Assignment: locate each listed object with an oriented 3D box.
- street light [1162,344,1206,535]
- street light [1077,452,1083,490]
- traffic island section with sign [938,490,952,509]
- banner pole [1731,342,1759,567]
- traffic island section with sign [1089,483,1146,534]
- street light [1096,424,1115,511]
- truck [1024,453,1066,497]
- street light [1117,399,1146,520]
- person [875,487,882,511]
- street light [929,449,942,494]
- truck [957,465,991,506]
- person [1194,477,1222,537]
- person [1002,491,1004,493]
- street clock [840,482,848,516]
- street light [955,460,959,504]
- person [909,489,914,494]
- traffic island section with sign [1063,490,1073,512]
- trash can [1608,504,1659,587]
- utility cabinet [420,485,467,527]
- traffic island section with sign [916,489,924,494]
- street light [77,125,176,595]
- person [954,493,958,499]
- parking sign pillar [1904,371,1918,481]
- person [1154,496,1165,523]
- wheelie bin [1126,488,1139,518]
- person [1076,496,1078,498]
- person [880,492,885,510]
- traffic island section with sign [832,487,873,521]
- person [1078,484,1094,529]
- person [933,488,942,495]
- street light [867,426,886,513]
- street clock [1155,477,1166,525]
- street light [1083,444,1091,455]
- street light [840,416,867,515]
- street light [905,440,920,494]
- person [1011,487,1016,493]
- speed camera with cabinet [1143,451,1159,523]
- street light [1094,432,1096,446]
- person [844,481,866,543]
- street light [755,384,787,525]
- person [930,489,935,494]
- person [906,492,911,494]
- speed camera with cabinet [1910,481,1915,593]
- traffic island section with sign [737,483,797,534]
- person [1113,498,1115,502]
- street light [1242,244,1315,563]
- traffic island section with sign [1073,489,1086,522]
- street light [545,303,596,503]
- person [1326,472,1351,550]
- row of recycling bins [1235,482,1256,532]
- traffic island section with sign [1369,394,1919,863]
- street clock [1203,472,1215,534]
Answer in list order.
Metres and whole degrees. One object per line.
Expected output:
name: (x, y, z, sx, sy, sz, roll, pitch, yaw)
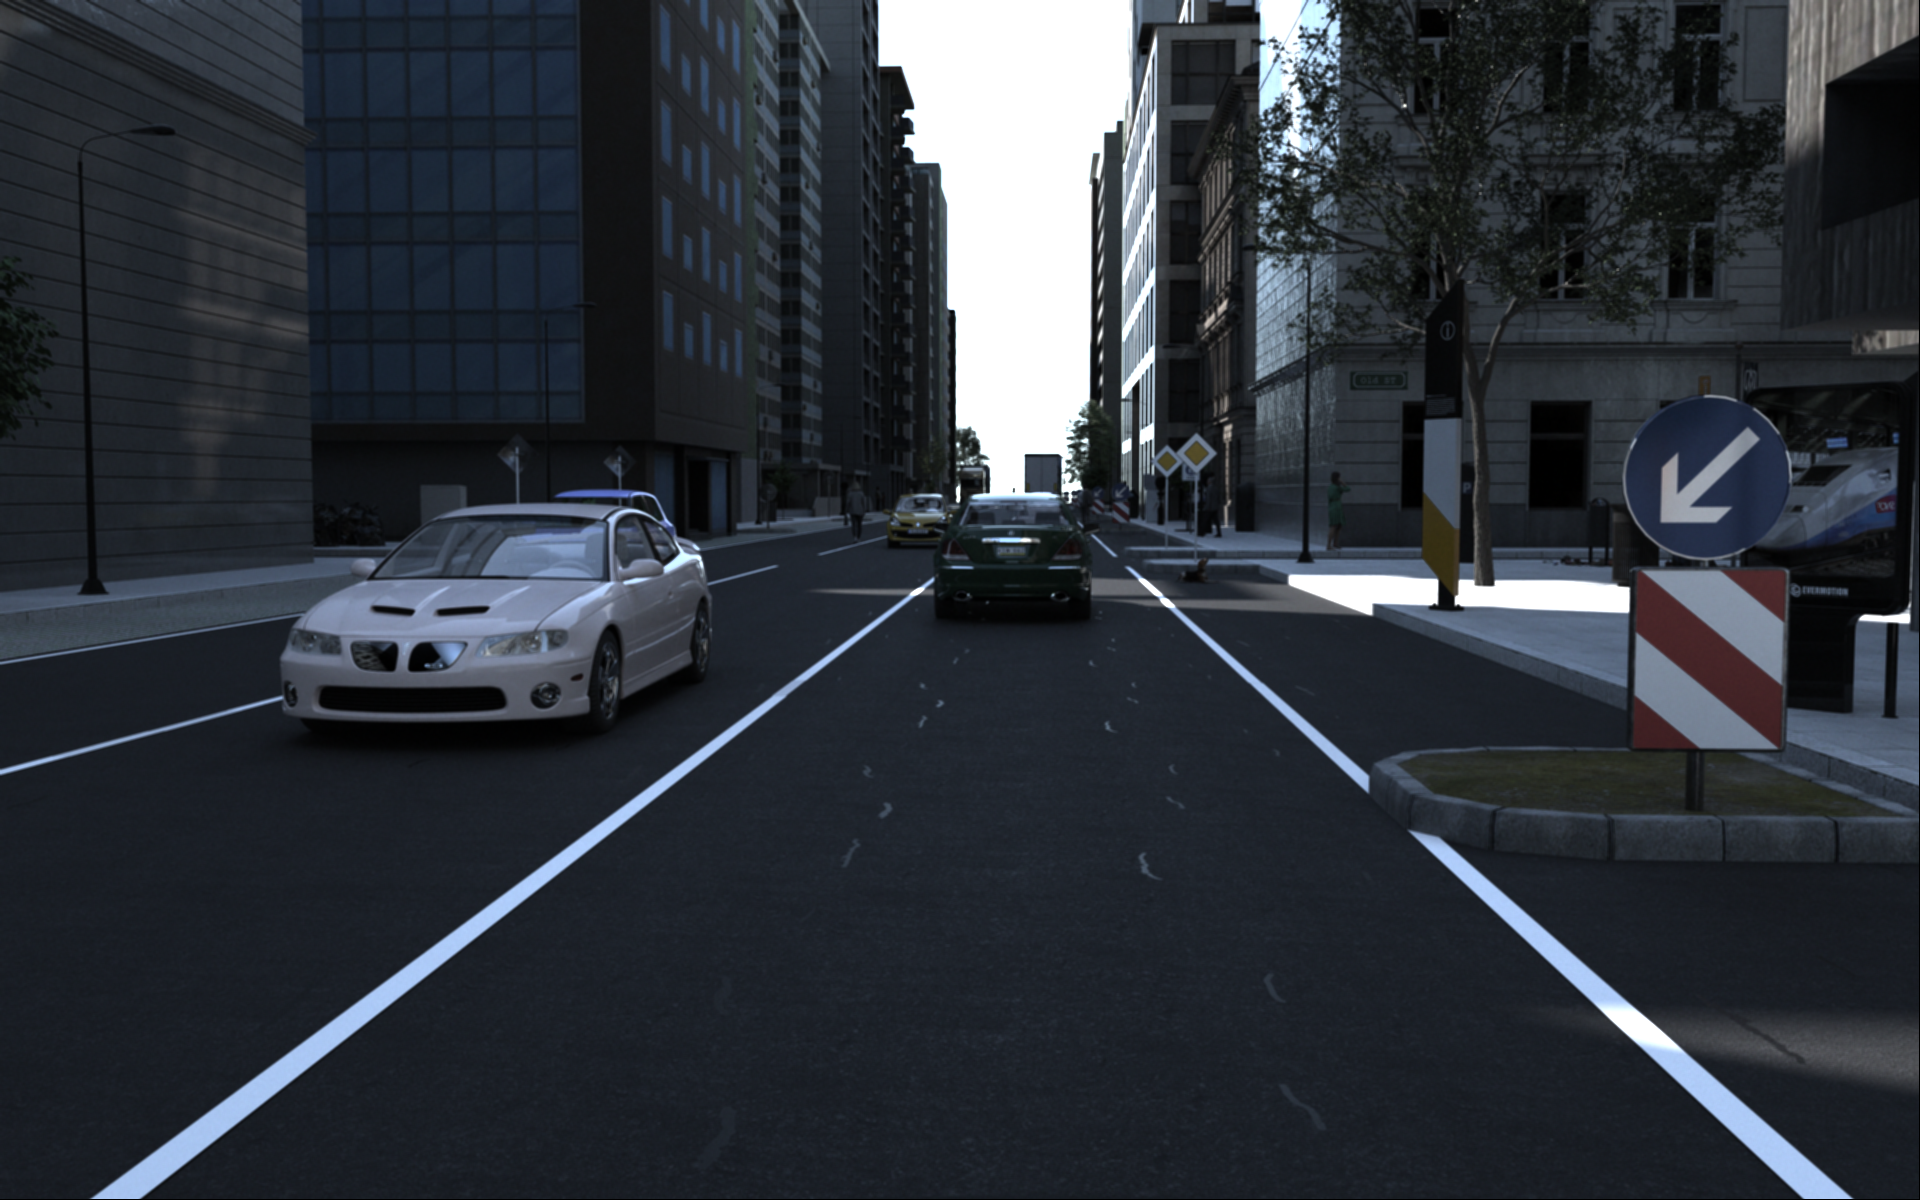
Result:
street light: (6.968, -4.969, 53.786, 1.470, 5.913, 1.316, 0, 4, 3)
street light: (13.936, -13.409, 191.780, 1.470, 5.913, 1.316, 0, 4, 3)
traffic island section with sign: (-1.793, -9.760, 168.196, 1.989, 1.847, 2.006, 0, 4, 3)
banner pole: (13.019, -2.370, 28.775, 0.863, 3.779, 0.401, -3, 4, -37)
traffic island section with sign: (5.657, -3.292, 62.451, 1.989, 1.847, 2.006, 0, 4, 3)
street light: (10.020, -8.738, 115.411, 1.470, 5.913, 1.316, 0, 4, 3)
truck: (6.069, -8.289, 124.442, 2.839, 4.237, 11.283, 0, 4, 5)
street light: (8.515, -6.855, 84.624, 1.470, 5.913, 1.316, 0, 4, 3)
person: (-6.217, -7.702, 131.974, 0.705, 1.823, 1.348, -1, 4, -21)
street light: (-2.596, -12.711, 180.373, 1.470, 5.913, 1.316, 0, 4, 3)
truck: (1.464, -11.013, 168.970, 2.839, 4.237, 11.283, 0, 4, 4)
person: (7.413, -2.761, 51.581, 0.834, 1.777, 0.661, 2, 4, 34)
person: (4.395, -10.374, 178.835, 1.217, 1.735, 0.721, 0, 4, -4)
street clock: (-6.848, -5.998, 102.643, 0.471, 2.002, 0.358, 0, 4, -8)
street light: (0.029, -15.910, 232.662, 1.470, 5.913, 1.316, 0, 4, 3)
person: (-3.125, -6.356, 112.899, 0.515, 1.767, 0.782, -1, 4, -18)
traffic island section with sign: (9.517, -8.003, 139.473, 1.989, 1.847, 2.006, 0, 4, 3)
trash can: (9.364, -0.754, 23.987, 0.748, 1.137, 0.748, 0, 3, 0)
utility cabinet: (-12.848, -2.108, 43.142, 1.173, 1.500, 0.318, 1, 4, 21)
traffic island section with sign: (-3.163, -8.076, 140.669, 1.989, 1.847, 2.006, 0, 4, 3)
street light: (-10.557, -3.023, 21.961, 1.470, 5.913, 1.316, 0, 4, 3)
person: (-0.630, -14.217, 241.716, 0.697, 1.427, 0.421, -3, 5, -44)
parking sign pillar: (16.457, -2.489, 29.172, 1.447, 3.967, 1.447, -2, 4, -32)
person: (8.714, -3.957, 75.750, 0.505, 1.210, 0.382, 1, 4, 11)
wheelie bin: (9.090, -5.103, 91.337, 0.693, 1.594, 0.980, 0, 4, 2)
person: (17.114, -14.891, 250.972, 0.415, 1.643, 0.593, -3, 4, -38)
person: (-6.069, -7.784, 136.575, 0.557, 1.426, 1.065, 1, 4, 12)
traffic island section with sign: (-5.641, -5.046, 91.136, 1.989, 1.847, 2.006, 0, 4, 3)
person: (5.196, -3.842, 71.416, 0.679, 1.850, 0.850, 0, 4, 8)
person: (-1.246, -5.103, 92.327, 0.661, 1.777, 0.834, 1, 4, 21)
street light: (-5.734, -8.874, 117.627, 1.470, 5.913, 1.316, 0, 4, 3)
street clock: (8.332, -4.115, 71.849, 0.471, 2.002, 0.358, -2, 4, -35)
street light: (12.419, -11.524, 160.954, 1.470, 5.913, 1.316, 0, 4, 3)
street light: (-6.535, -8.021, 103.687, 1.470, 5.913, 1.316, 0, 4, 3)
street light: (-4.152, -10.819, 149.438, 1.470, 5.913, 1.316, 0, 4, 3)
person: (2.941, -5.355, 96.043, 0.794, 1.824, 0.713, 2, 4, 32)
speed camera with cabinet: (8.713, -5.171, 78.887, 0.660, 3.252, 2.038, 0, 4, 3)
street light: (10.763, -9.622, 129.857, 1.470, 5.913, 1.316, 0, 4, 3)
person: (-3.092, -2.547, 50.325, 0.709, 1.800, 0.728, 0, 4, -7)
street light: (-7.964, -6.140, 72.924, 1.470, 5.913, 1.316, 0, 4, 3)
person: (-2.947, -10.557, 179.091, 0.568, 1.767, 0.683, 2, 4, 31)
person: (-1.639, -2.630, 54.091, 0.523, 1.515, 0.503, -2, 4, -26)
speed camera with cabinet: (13.293, -1.720, 22.459, 2.038, 3.252, 0.660, -1, 4, -16)
traffic island section with sign: (-7.035, -3.347, 63.348, 1.989, 1.847, 2.006, 0, 4, 3)
person: (13.849, -9.049, 154.710, 0.721, 1.743, 1.217, 0, 4, 3)
street light: (5.931, -3.654, 32.290, 1.470, 5.913, 1.316, 0, 4, 3)
traffic island section with sign: (7.031, -4.970, 89.885, 1.989, 1.847, 2.006, 0, 4, 3)
street light: (-9.510, -4.258, 42.167, 1.470, 5.913, 1.316, 0, 4, 3)
person: (8.554, -2.034, 39.547, 0.529, 1.795, 0.600, -2, 4, -29)
row of recycling bins: (10.352, -3.250, 60.257, 1.069, 1.692, 3.534, 1, 4, 21)
traffic island section with sign: (2.915, 0.056, 7.706, 1.989, 1.847, 2.006, 0, 4, 3)
street clock: (8.098, -3.169, 56.391, 0.358, 2.002, 0.471, 2, 4, 34)
